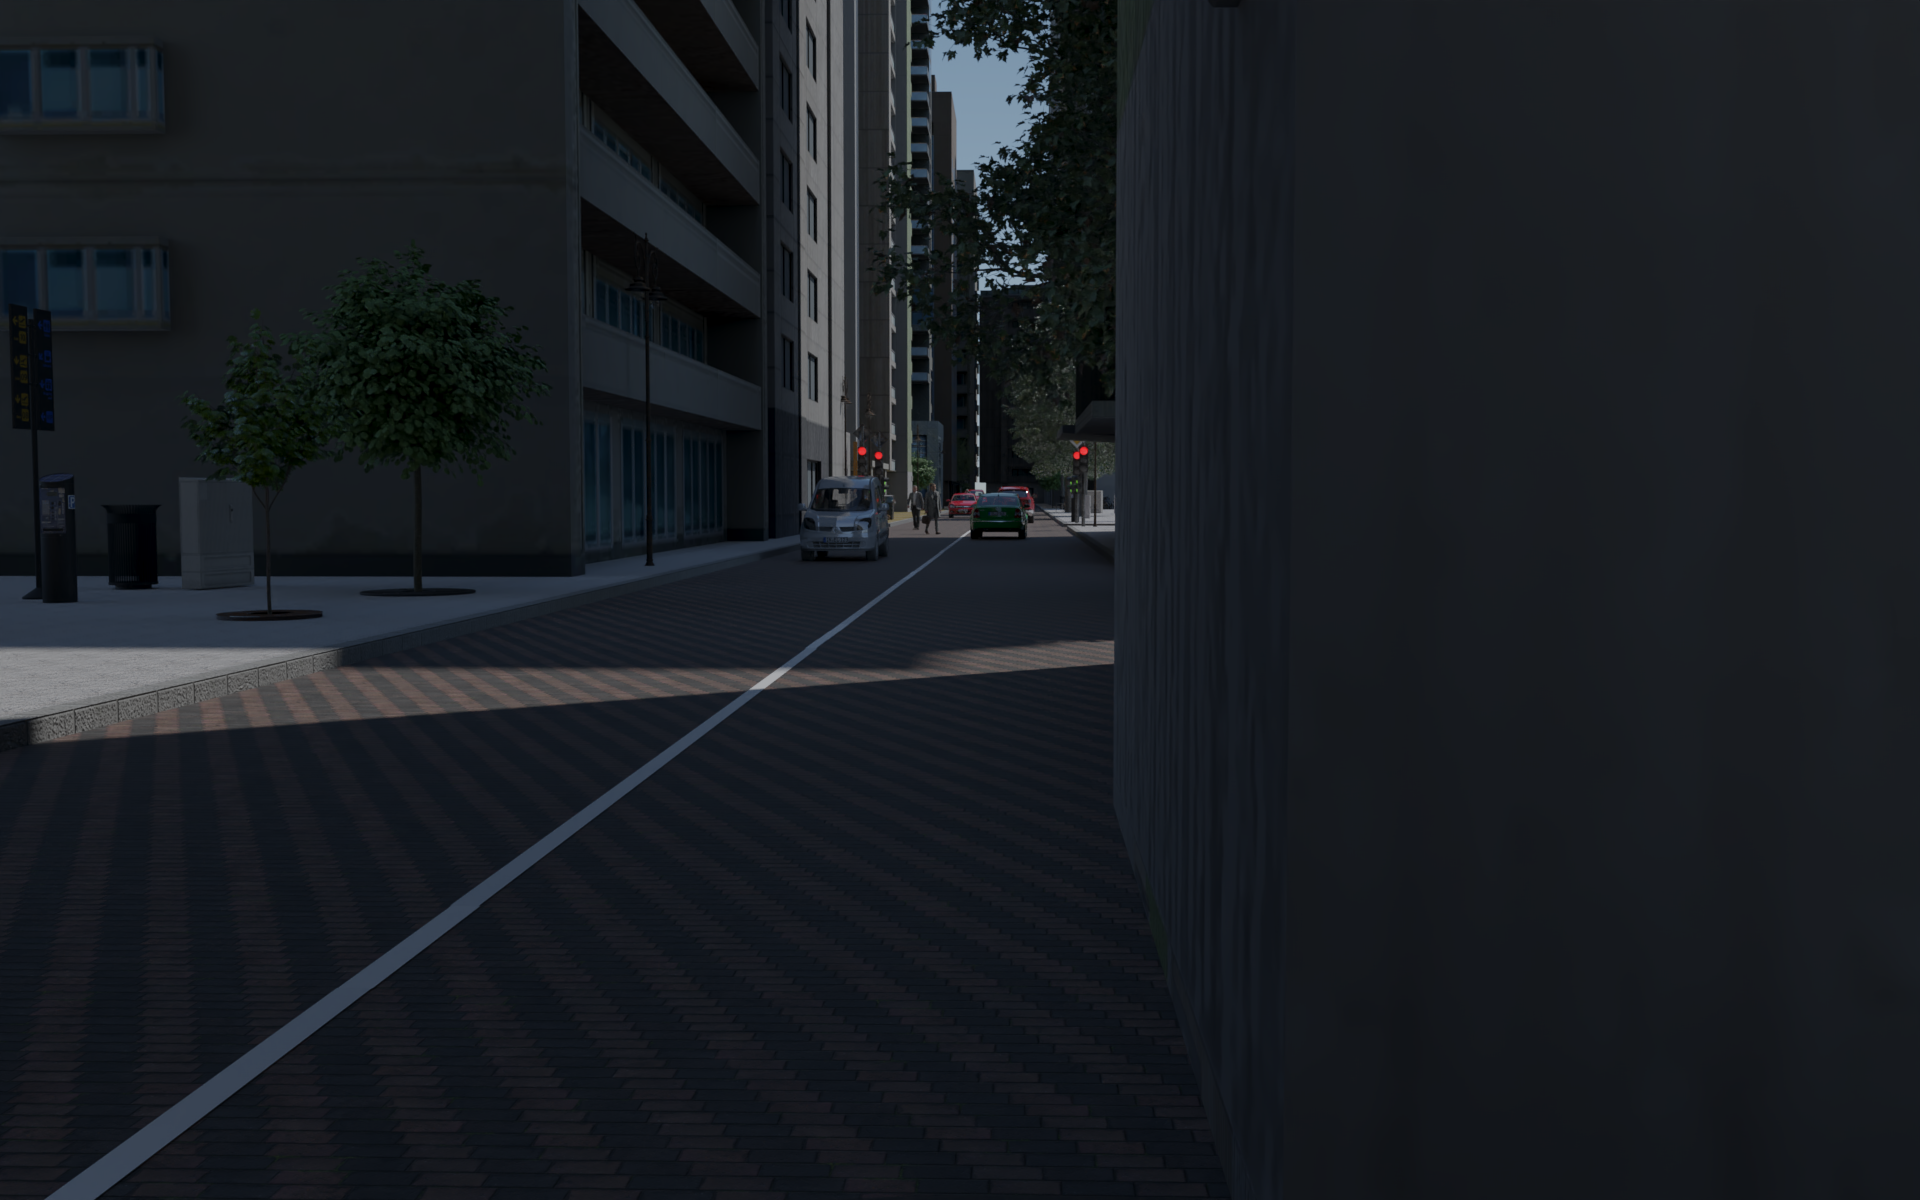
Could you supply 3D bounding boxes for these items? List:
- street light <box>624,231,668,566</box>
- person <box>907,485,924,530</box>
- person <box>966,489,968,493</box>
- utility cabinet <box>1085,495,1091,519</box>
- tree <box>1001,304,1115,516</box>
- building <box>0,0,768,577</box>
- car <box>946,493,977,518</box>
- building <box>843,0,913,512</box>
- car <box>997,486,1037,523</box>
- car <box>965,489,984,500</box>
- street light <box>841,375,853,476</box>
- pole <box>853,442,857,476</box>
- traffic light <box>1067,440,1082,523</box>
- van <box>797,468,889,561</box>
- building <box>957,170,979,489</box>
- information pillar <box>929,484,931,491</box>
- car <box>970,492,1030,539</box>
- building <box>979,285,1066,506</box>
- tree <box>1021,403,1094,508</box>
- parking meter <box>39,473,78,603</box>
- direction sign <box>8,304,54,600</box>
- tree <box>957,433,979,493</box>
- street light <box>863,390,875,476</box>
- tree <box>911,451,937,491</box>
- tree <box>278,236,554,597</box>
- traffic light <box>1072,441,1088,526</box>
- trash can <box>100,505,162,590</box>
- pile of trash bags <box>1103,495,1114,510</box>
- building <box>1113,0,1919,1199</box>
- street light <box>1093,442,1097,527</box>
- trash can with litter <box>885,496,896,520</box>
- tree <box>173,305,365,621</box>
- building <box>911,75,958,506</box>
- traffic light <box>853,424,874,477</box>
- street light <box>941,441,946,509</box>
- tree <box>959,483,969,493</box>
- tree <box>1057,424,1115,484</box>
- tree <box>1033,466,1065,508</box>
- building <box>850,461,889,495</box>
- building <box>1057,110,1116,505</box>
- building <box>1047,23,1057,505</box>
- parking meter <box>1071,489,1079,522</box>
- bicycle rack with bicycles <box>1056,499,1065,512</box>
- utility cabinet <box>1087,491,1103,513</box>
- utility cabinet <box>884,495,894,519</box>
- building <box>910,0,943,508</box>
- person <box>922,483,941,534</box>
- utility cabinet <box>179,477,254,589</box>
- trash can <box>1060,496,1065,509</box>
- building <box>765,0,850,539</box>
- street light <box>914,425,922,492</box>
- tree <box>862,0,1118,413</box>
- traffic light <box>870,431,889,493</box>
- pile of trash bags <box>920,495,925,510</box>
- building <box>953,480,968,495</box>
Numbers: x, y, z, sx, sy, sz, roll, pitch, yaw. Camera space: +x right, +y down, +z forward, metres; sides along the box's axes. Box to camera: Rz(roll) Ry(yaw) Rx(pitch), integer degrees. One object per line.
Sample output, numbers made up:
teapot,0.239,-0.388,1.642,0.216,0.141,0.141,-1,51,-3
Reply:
street light,-5.546,-3.547,30.780,0.468,5.910,1.993,0,4,2
person,-1.786,-3.693,69.276,0.661,1.777,0.834,0,4,1
person,0.545,-6.993,123.241,0.834,1.777,0.661,-1,4,-18
utility cabinet,6.730,-4.902,91.314,0.306,1.237,1.020,0,4,7
tree,7.587,-13.043,119.914,9.857,13.997,8.962,0,3,0
building,-16.288,-25.226,36.143,21.300,48.544,21.600,0,4,2
car,0.243,-5.858,104.811,2.155,1.783,4.494,0,4,2
building,-10.792,-26.730,120.622,14.154,41.232,14.086,0,4,2
car,2.692,-4.757,86.458,2.281,1.827,5.304,0,4,3
car,1.148,-7.923,138.209,2.281,1.827,5.304,0,4,0
street light,-4.434,-5.762,66.995,0.468,5.910,1.993,0,4,2
pole,-4.067,-4.497,67.369,0.158,3.312,0.155,0,3,0
traffic light,5.142,-5.357,76.503,0.839,4.253,0.868,0,4,2
van,-2.533,-1.927,38.511,2.013,2.044,4.112,0,4,2
building,-8.242,-38.064,246.052,21.600,48.544,21.300,0,4,2
information pillar,-1.955,-7.130,121.065,0.304,2.012,0.304,1,4,13
car,1.300,-2.925,56.616,1.959,1.807,4.718,0,4,3
building,9.646,-28.776,242.183,14.107,30.474,14.160,0,4,2
tree,8.348,-14.052,147.871,7.486,12.596,7.792,0,3,0
parking meter,-10.657,-0.738,20.470,0.372,1.533,0.369,0,3,0
direction sign,-11.277,-1.781,21.109,0.379,3.537,0.876,0,4,1
tree,0.185,-15.320,200.837,4.737,8.622,4.395,0,3,0
street light,-4.031,-6.377,77.048,0.468,5.910,1.993,0,4,2
tree,-3.424,-9.001,130.884,4.285,4.588,4.351,0,3,0
tree,-6.935,-2.352,22.171,4.285,4.588,4.351,0,3,0
traffic light,4.865,-4.869,68.523,0.839,4.253,0.868,0,4,2
trash can,-11.181,-0.719,23.401,0.748,1.137,0.748,0,3,0
pile of trash bags,12.946,-8.284,145.190,1.912,1.369,3.447,1,4,20
building,7.779,-19.852,8.178,14.154,41.232,14.086,0,4,2
street light,5.292,-5.803,67.674,0.468,5.910,1.993,0,4,2
trash can with litter,-3.524,-4.524,85.347,0.624,1.170,1.055,0,4,4
tree,-7.299,-1.425,17.900,1.663,3.219,1.824,0,3,0
building,-7.523,-32.998,189.626,14.600,45.320,14.200,0,4,2
traffic light,-3.841,-4.886,68.808,0.839,4.253,0.868,0,4,2
street light,-1.444,-10.855,150.272,0.468,5.910,1.993,0,4,2
tree,0.372,-14.367,229.494,1.663,3.219,1.824,0,3,0
tree,8.358,-10.916,128.846,4.737,8.622,4.395,0,3,0
tree,8.243,-10.498,155.356,4.285,4.588,4.351,0,3,0
building,-20.407,-24.593,93.980,32.217,40.220,23.993,0,4,2
building,23.929,-35.475,169.249,28.713,52.752,27.495,0,4,2
building,21.311,-40.996,212.289,21.231,58.520,28.212,0,4,2
parking meter,5.254,-4.316,78.983,0.372,1.533,0.369,0,3,0
bicycle rack with bicycles,8.211,-6.870,125.710,2.852,0.926,2.925,-2,4,-24
utility cabinet,8.782,-6.432,113.838,1.173,1.500,0.318,2,4,28
utility cabinet,-3.860,-4.669,87.504,1.020,1.237,0.306,-2,4,-24
building,-12.538,-52.190,165.970,22.319,86.520,31.000,0,4,2
person,-0.971,-3.243,61.630,0.694,1.812,0.767,-2,4,-27
utility cabinet,-10.100,-0.912,23.585,0.318,1.500,1.173,1,4,12
trash can,8.613,-8.104,144.156,0.748,1.137,0.748,0,3,0
building,-15.079,-37.901,57.940,20.611,71.187,20.563,0,4,2
street light,-2.770,-8.620,113.730,0.468,5.910,1.993,0,4,2
tree,3.943,-6.499,23.273,9.611,12.733,9.660,0,3,0
traffic light,-3.564,-5.374,76.788,0.839,4.253,0.868,0,4,2
pile of trash bags,-3.356,-7.851,138.109,1.912,1.369,3.447,2,4,30
building,-13.727,-34.374,216.646,28.867,44.769,22.147,0,4,2
